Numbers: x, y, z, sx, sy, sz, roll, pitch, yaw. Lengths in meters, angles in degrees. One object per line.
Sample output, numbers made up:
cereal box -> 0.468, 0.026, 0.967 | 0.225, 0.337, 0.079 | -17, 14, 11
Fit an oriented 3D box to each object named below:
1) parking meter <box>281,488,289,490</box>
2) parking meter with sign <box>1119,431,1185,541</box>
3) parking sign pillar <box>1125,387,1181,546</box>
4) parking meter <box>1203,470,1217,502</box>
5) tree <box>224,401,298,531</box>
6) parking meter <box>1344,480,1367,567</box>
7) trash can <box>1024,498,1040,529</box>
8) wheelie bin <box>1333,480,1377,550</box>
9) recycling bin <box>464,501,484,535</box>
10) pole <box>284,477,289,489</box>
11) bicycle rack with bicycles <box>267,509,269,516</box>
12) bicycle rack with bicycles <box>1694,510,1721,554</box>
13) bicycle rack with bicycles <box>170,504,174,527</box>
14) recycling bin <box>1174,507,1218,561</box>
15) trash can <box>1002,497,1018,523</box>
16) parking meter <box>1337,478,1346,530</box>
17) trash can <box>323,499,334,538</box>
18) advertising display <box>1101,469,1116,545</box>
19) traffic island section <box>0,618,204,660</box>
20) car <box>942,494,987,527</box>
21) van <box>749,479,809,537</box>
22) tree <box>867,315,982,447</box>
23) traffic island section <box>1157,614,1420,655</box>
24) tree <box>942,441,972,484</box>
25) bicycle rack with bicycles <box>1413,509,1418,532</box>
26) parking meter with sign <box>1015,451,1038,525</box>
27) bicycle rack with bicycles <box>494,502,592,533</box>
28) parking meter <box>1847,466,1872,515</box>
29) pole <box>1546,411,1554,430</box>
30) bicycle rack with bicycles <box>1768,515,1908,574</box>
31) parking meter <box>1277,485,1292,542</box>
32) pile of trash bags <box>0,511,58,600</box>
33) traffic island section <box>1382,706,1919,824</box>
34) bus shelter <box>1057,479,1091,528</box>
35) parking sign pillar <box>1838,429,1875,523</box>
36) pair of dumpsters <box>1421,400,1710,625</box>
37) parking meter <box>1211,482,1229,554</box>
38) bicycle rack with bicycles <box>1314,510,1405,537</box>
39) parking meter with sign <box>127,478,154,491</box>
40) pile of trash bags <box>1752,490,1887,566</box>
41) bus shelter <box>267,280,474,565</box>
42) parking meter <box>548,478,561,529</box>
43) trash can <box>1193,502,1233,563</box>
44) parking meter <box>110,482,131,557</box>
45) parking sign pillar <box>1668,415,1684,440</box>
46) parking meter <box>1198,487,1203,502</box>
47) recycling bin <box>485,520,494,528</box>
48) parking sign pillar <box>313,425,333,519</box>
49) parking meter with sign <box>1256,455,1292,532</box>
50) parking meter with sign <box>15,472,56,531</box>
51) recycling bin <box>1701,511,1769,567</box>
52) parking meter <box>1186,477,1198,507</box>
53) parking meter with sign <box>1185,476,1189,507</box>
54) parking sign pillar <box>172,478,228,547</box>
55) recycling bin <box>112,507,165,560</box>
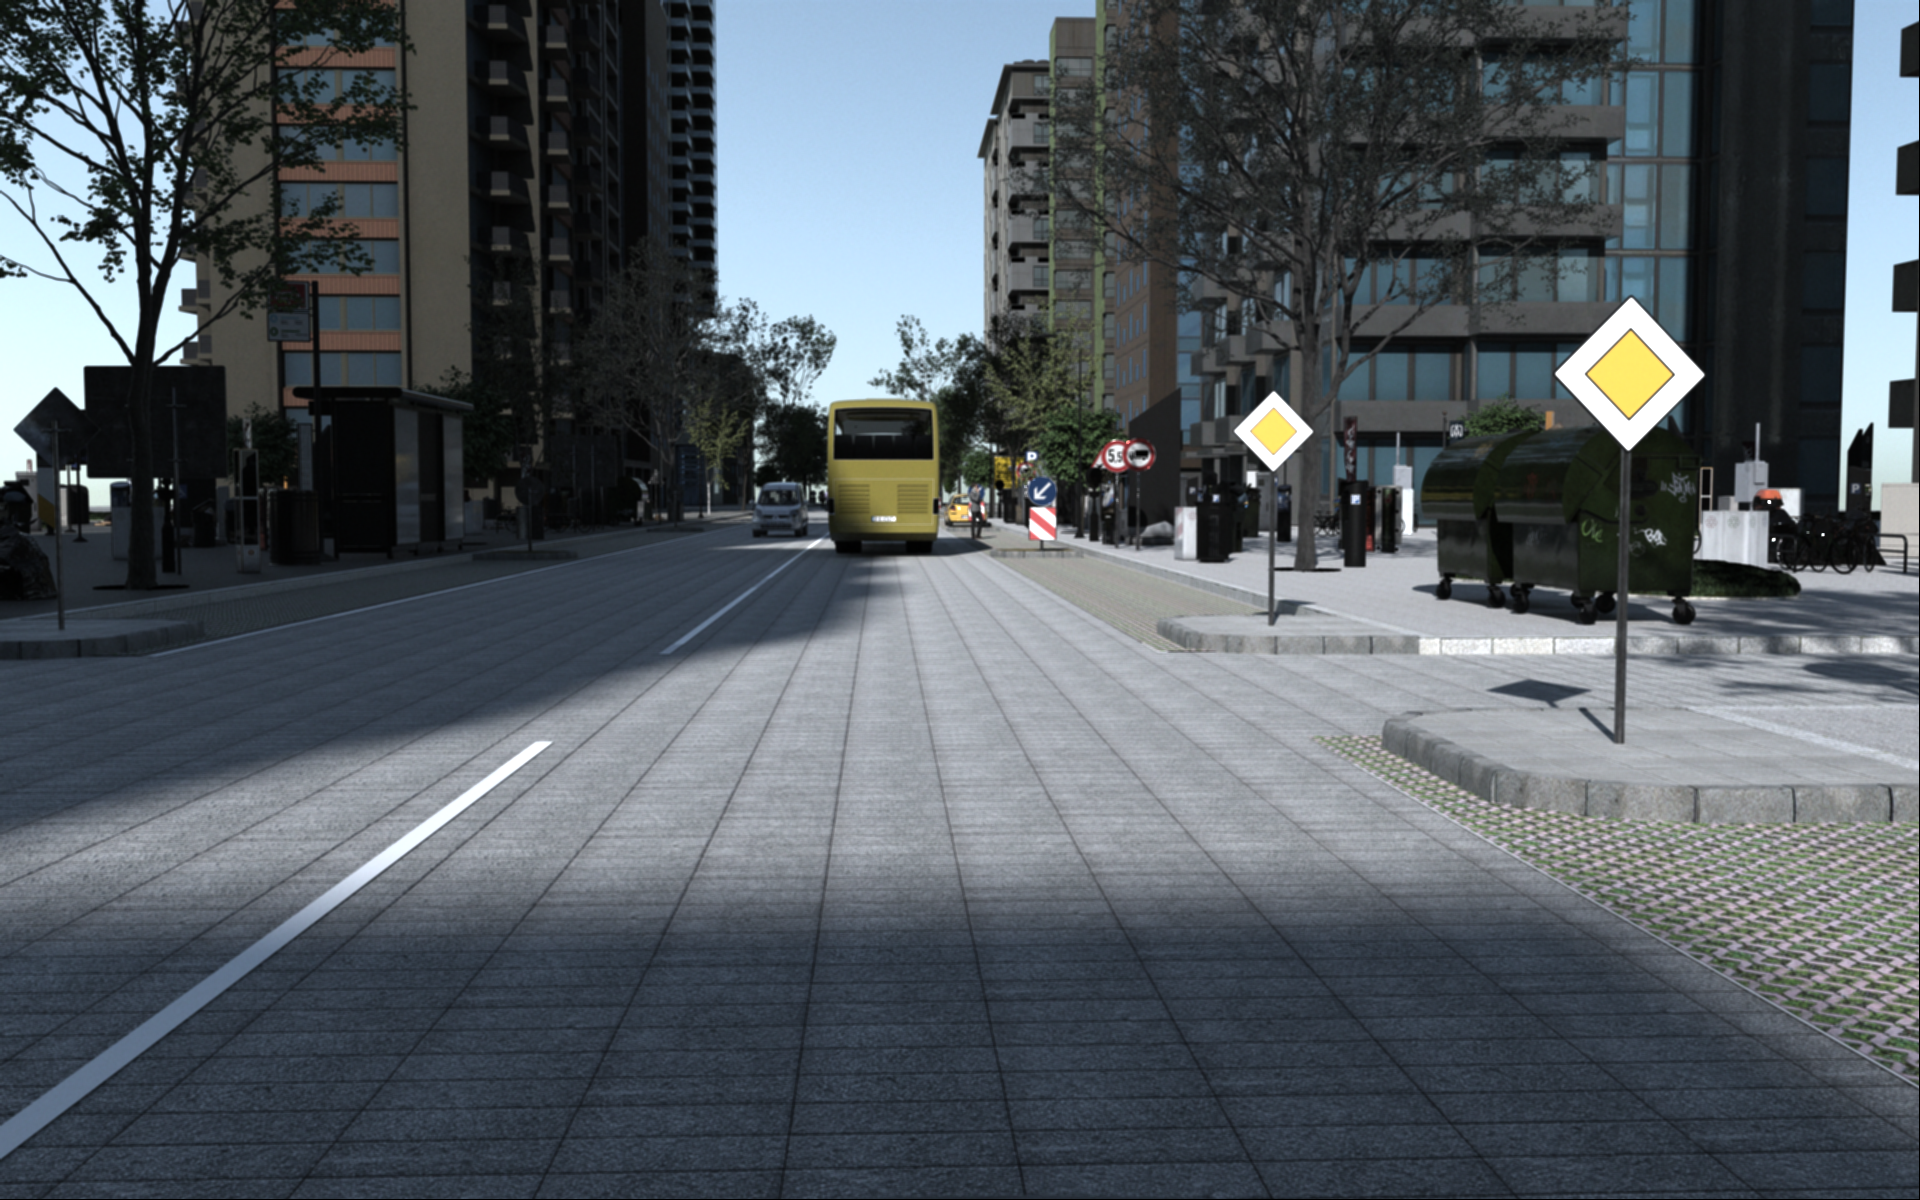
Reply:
parking meter -> -27.617, -3.825, 70.955 | 0.372, 1.533, 0.369 | 0, 3, 0
parking meter with sign -> 5.198, -3.140, 47.603 | 1.738, 3.016, 0.543 | -1, 4, -13
parking sign pillar -> 4.902, -3.381, 43.758 | 1.447, 3.967, 1.447 | 0, 4, 1
parking meter -> 6.093, -2.233, 42.226 | 0.255, 1.863, 0.399 | -1, 4, -13
tree -> -24.813, -4.743, 61.263 | 4.285, 4.588, 4.351 | 0, 3, 0
parking meter -> 6.962, -1.350, 30.489 | 0.372, 1.533, 0.369 | 0, 3, 0
trash can -> 2.719, -3.229, 64.451 | 0.748, 1.137, 0.748 | 0, 3, 0
wheelie bin -> 9.118, -1.961, 39.978 | 0.980, 1.594, 0.693 | 0, 4, 7
recycling bin -> -15.532, -2.569, 54.559 | 0.722, 1.027, 0.722 | 1, 4, 9
pole -> -32.080, -5.422, 82.486 | 0.158, 3.312, 0.155 | 0, 3, 0
bicycle rack with bicycles -> -29.247, -3.880, 76.816 | 2.852, 0.926, 2.925 | 2, 4, 32
bicycle rack with bicycles -> 16.295, -1.523, 38.286 | 2.852, 0.926, 2.925 | 1, 4, 19
bicycle rack with bicycles -> -29.072, -3.161, 65.071 | 2.925, 0.926, 2.852 | -3, 5, -44
recycling bin -> 4.600, -1.291, 33.663 | 0.722, 1.027, 0.722 | 0, 4, -8
trash can -> 2.215, -3.939, 76.057 | 0.748, 1.137, 0.748 | 0, 3, 0
parking meter -> 13.650, -3.421, 61.638 | 0.399, 1.863, 0.255 | 2, 4, 31
trash can -> -18.422, -2.376, 50.505 | 0.748, 1.137, 0.748 | 0, 3, 0
advertising display -> 3.773, -2.351, 43.647 | 0.123, 1.923, 0.974 | -1, 4, -15
traffic island section -> -8.525, 0.360, 16.393 | 2.009, 0.180, 2.903 | 0, 4, -3
car -> 0.235, -4.069, 76.757 | 2.015, 1.641, 3.980 | 0, 4, -3
van -> -6.090, -3.168, 58.800 | 2.013, 2.044, 4.112 | 0, 4, -1
tree -> -3.902, -20.110, 184.682 | 12.611, 20.169, 13.585 | 0, 3, 0
traffic island section -> 3.054, 0.329, 16.908 | 2.009, 0.180, 2.903 | 0, 4, -3
tree -> -3.186, -18.435, 218.420 | 9.611, 12.733, 9.660 | 0, 3, 0
bicycle rack with bicycles -> 14.449, -2.831, 59.666 | 2.852, 0.926, 2.925 | 0, 4, 7
parking meter with sign -> 2.692, -4.597, 71.416 | 0.543, 3.016, 1.738 | -1, 4, -15
bicycle rack with bicycles -> -13.990, -2.673, 57.087 | 2.925, 0.926, 2.852 | 2, 4, 32
parking meter -> 18.840, -1.870, 36.287 | 0.255, 1.863, 0.399 | -2, 4, -30
pole -> 14.524, -2.989, 42.721 | 0.158, 3.312, 0.155 | 0, 3, 0
bicycle rack with bicycles -> 14.356, -0.946, 28.843 | 2.852, 0.926, 2.925 | 0, 4, 3
parking meter -> 8.658, -2.314, 46.248 | 0.372, 1.533, 0.369 | 0, 3, 0
pile of trash bags -> -12.343, -0.626, 19.986 | 1.912, 1.369, 3.447 | 1, 4, 16
traffic island section -> 3.414, 0.816, 8.931 | 2.009, 0.180, 2.903 | 0, 4, -3
bus shelter -> 4.640, -4.724, 68.520 | 1.731, 3.624, 6.357 | 0, 4, -3
parking sign pillar -> 37.526, -5.134, 72.420 | 1.447, 3.967, 1.447 | 1, 4, 9
pair of dumpsters -> 6.477, -1.005, 18.923 | 1.574, 2.255, 4.437 | 0, 4, -2
parking meter -> 5.457, -1.709, 36.353 | 0.372, 1.533, 0.369 | 0, 3, 0
bicycle rack with bicycles -> 11.621, -2.387, 52.405 | 2.925, 0.926, 2.852 | 3, 5, 39
parking meter with sign -> -36.959, -4.980, 77.689 | 0.543, 3.016, 1.738 | 2, 4, 33
pile of trash bags -> 15.790, -1.395, 32.561 | 1.912, 1.369, 3.447 | 0, 4, 0
bus shelter -> -12.024, -3.527, 35.303 | 2.179, 5.291, 8.768 | 0, 4, -3
parking meter -> -14.815, -3.524, 63.327 | 0.399, 1.863, 0.255 | 1, 4, 10
trash can -> 4.728, -1.269, 32.404 | 0.748, 1.137, 0.748 | 0, 3, 0
parking meter -> -17.076, -1.642, 35.261 | 0.372, 1.533, 0.369 | 0, 3, 0
parking sign pillar -> 24.141, -4.302, 58.814 | 1.447, 3.967, 1.447 | 0, 4, 5
parking meter -> 8.530, -3.275, 61.955 | 0.372, 1.533, 0.369 | 0, 3, 0
recycling bin -> -18.312, -3.280, 66.182 | 0.722, 1.027, 0.722 | 3, 4, 38
parking sign pillar -> -24.706, -4.786, 66.718 | 1.447, 3.967, 1.447 | 1, 4, 9
parking meter with sign -> 10.495, -3.848, 59.177 | 0.543, 3.016, 1.738 | -3, 4, -36
parking meter with sign -> -32.045, -3.872, 59.574 | 1.738, 3.016, 0.543 | -1, 4, -14
recycling bin -> 11.697, -0.832, 26.157 | 0.722, 1.027, 0.722 | -3, 5, -39
parking meter -> 7.725, -3.182, 57.730 | 0.399, 1.863, 0.255 | 0, 4, 5
parking meter with sign -> 8.638, -4.386, 67.974 | 0.543, 3.016, 1.738 | 3, 5, 43
parking sign pillar -> -18.984, -3.330, 42.923 | 1.447, 3.967, 1.447 | 0, 4, 6
recycling bin -> -16.137, -1.314, 34.045 | 0.722, 1.027, 0.722 | 0, 4, 3
